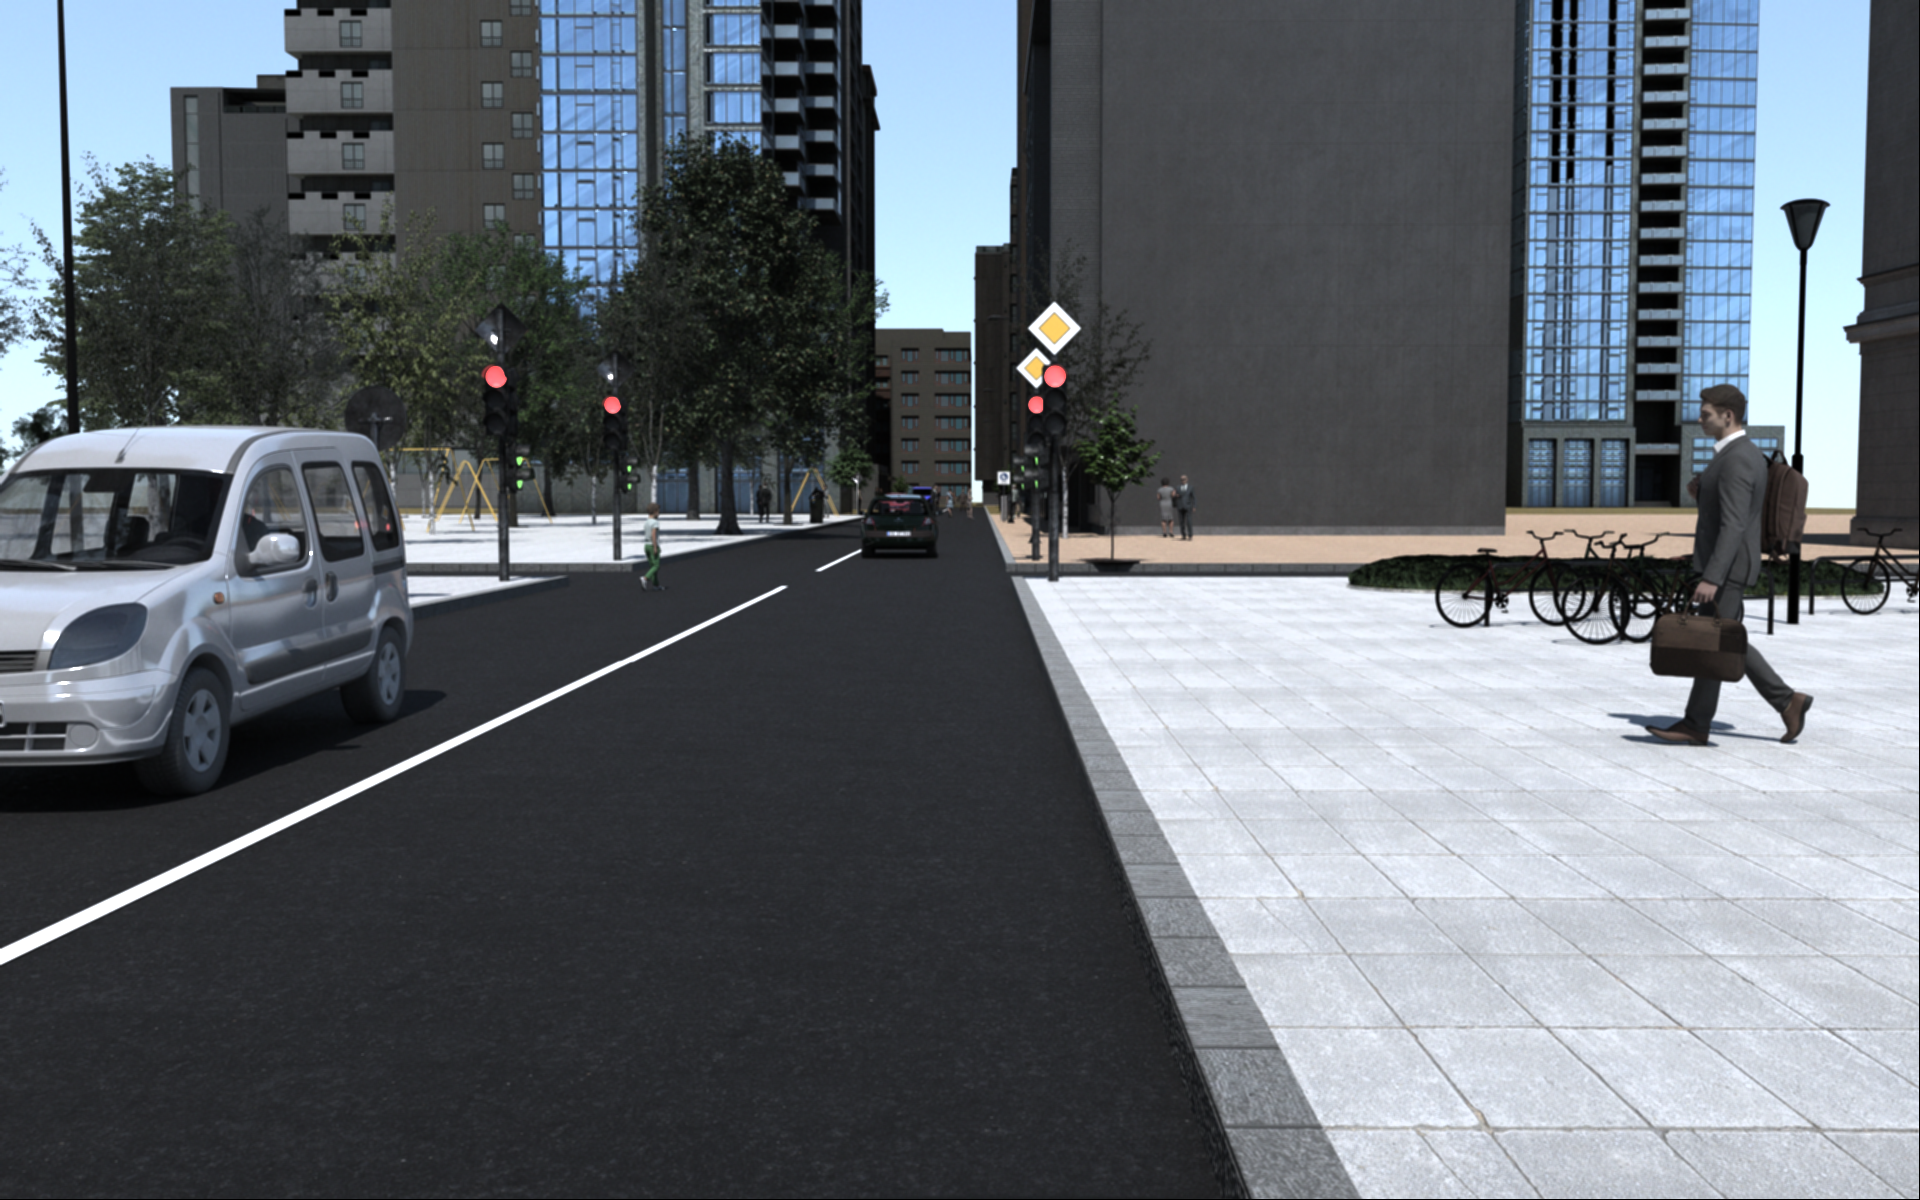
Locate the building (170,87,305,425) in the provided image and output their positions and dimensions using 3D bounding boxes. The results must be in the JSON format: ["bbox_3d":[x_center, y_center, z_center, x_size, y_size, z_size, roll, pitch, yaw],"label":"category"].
[{"bbox_3d":[-70.390,-30.208,177.487,14.086,41.232,14.154,0,4,1],"label":"building"}]

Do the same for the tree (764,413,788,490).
[{"bbox_3d":[-12.493,-9.428,104.505,4.360,8.622,3.978,0,3,0],"label":"tree"}]

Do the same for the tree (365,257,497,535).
[{"bbox_3d":[-16.498,-6.383,54.729,4.360,8.622,3.978,0,3,0],"label":"tree"}]

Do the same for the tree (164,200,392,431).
[{"bbox_3d":[-29.468,-9.956,73.145,12.009,13.543,11.850,0,3,0],"label":"tree"}]

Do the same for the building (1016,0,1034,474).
[{"bbox_3d":[11.687,-30.038,141.237,14.600,45.320,14.200,0,4,1],"label":"building"}]

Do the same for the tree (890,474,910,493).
[{"bbox_3d":[-5.537,-10.643,168.608,1.663,3.219,1.824,0,3,0],"label":"tree"}]

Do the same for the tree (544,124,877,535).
[{"bbox_3d":[-7.392,-8.379,54.006,9.611,12.733,9.660,0,3,0],"label":"tree"}]

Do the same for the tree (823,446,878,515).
[{"bbox_3d":[-6.625,-7.507,106.447,4.285,4.588,4.351,0,3,0],"label":"tree"}]

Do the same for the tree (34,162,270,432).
[{"bbox_3d":[-28.176,-8.689,60.192,7.486,12.596,7.792,0,3,0],"label":"tree"}]

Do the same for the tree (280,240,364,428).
[{"bbox_3d":[-19.863,-6.030,48.959,4.360,8.622,3.978,0,3,0],"label":"tree"}]

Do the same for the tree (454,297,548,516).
[{"bbox_3d":[-23.812,-11.164,99.536,9.611,12.733,9.660,0,3,0],"label":"tree"}]

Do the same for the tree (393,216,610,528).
[{"bbox_3d":[-17.371,-8.596,66.302,9.928,11.665,9.643,0,3,0],"label":"tree"}]

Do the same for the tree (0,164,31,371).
[{"bbox_3d":[-29.617,-8.239,45.077,12.009,13.543,11.850,0,3,0],"label":"tree"}]

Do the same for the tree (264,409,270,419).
[{"bbox_3d":[-33.482,-8.433,88.245,4.737,8.622,4.395,0,3,0],"label":"tree"}]

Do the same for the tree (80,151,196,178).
[{"bbox_3d":[-17.406,-5.284,36.757,4.360,8.622,3.978,0,3,0],"label":"tree"}]

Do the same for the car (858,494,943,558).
[{"bbox_3d":[-1.392,-1.859,40.180,2.009,1.686,4.222,0,4,-1],"label":"car"}]

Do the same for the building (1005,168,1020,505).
[{"bbox_3d":[11.464,-23.494,155.821,14.160,30.474,14.107,0,4,1],"label":"building"}]

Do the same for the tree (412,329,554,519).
[{"bbox_3d":[-24.364,-9.407,88.210,7.601,10.594,8.767,0,4,6],"label":"tree"}]

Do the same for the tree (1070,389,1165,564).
[{"bbox_3d":[2.971,-2.297,32.158,1.663,3.219,1.824,0,3,0],"label":"tree"}]

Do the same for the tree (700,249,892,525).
[{"bbox_3d":[-6.966,-8.897,71.221,9.928,11.665,9.643,0,3,0],"label":"tree"}]

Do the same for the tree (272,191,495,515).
[{"bbox_3d":[-14.000,-5.679,43.211,4.737,8.622,4.395,0,3,0],"label":"tree"}]

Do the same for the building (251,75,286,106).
[{"bbox_3d":[-69.495,-35.498,204.087,21.600,48.544,21.300,0,4,1],"label":"building"}]

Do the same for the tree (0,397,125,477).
[{"bbox_3d":[-53.262,-7.599,87.152,11.467,7.101,20.602,2,4,35],"label":"tree"}]

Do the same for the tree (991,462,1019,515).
[{"bbox_3d":[2.838,-6.703,104.191,1.663,3.219,1.824,0,3,0],"label":"tree"}]

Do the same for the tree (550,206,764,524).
[{"bbox_3d":[-7.991,-5.743,44.256,4.360,8.622,3.978,0,3,0],"label":"tree"}]

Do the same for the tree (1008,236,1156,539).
[{"bbox_3d":[3.145,-6.063,49.496,4.360,8.622,3.978,0,3,0],"label":"tree"}]

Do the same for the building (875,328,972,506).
[{"bbox_3d":[-13.127,-22.152,207.221,28.899,21.520,27.650,0,4,1],"label":"building"}]

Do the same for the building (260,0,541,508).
[{"bbox_3d":[-49.601,-35.474,169.236,27.495,52.752,28.713,0,4,1],"label":"building"}]

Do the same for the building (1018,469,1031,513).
[{"bbox_3d":[20.356,-26.276,121.496,32.217,40.220,23.993,0,4,1],"label":"building"}]

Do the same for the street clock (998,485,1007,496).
[{"bbox_3d":[2.259,-5.345,91.955,0.471,2.002,0.358,0,4,7],"label":"street clock"}]

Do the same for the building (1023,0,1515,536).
[{"bbox_3d":[9.989,-15.209,67.741,14.314,24.678,30.058,0,4,1],"label":"building"}]

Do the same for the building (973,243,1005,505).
[{"bbox_3d":[8.590,-26.186,199.838,14.107,30.474,14.160,0,4,1],"label":"building"}]

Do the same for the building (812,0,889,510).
[{"bbox_3d":[-16.758,-43.526,149.904,20.563,71.187,20.611,0,4,1],"label":"building"}]

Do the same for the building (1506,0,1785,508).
[{"bbox_3d":[63.469,-52.472,170.588,31.000,86.520,22.319,0,4,1],"label":"building"}]

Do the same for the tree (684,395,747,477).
[{"bbox_3d":[-13.350,-8.960,96.858,4.737,8.622,4.395,0,3,0],"label":"tree"}]

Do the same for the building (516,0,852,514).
[{"bbox_3d":[-18.618,-49.591,123.477,22.319,86.520,31.000,0,4,1],"label":"building"}]

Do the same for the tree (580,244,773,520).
[{"bbox_3d":[-13.125,-10.850,84.046,9.857,13.997,8.962,0,3,0],"label":"tree"}]

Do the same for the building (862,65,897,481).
[{"bbox_3d":[-21.113,-31.673,172.473,28.867,44.769,22.147,0,4,1],"label":"building"}]
